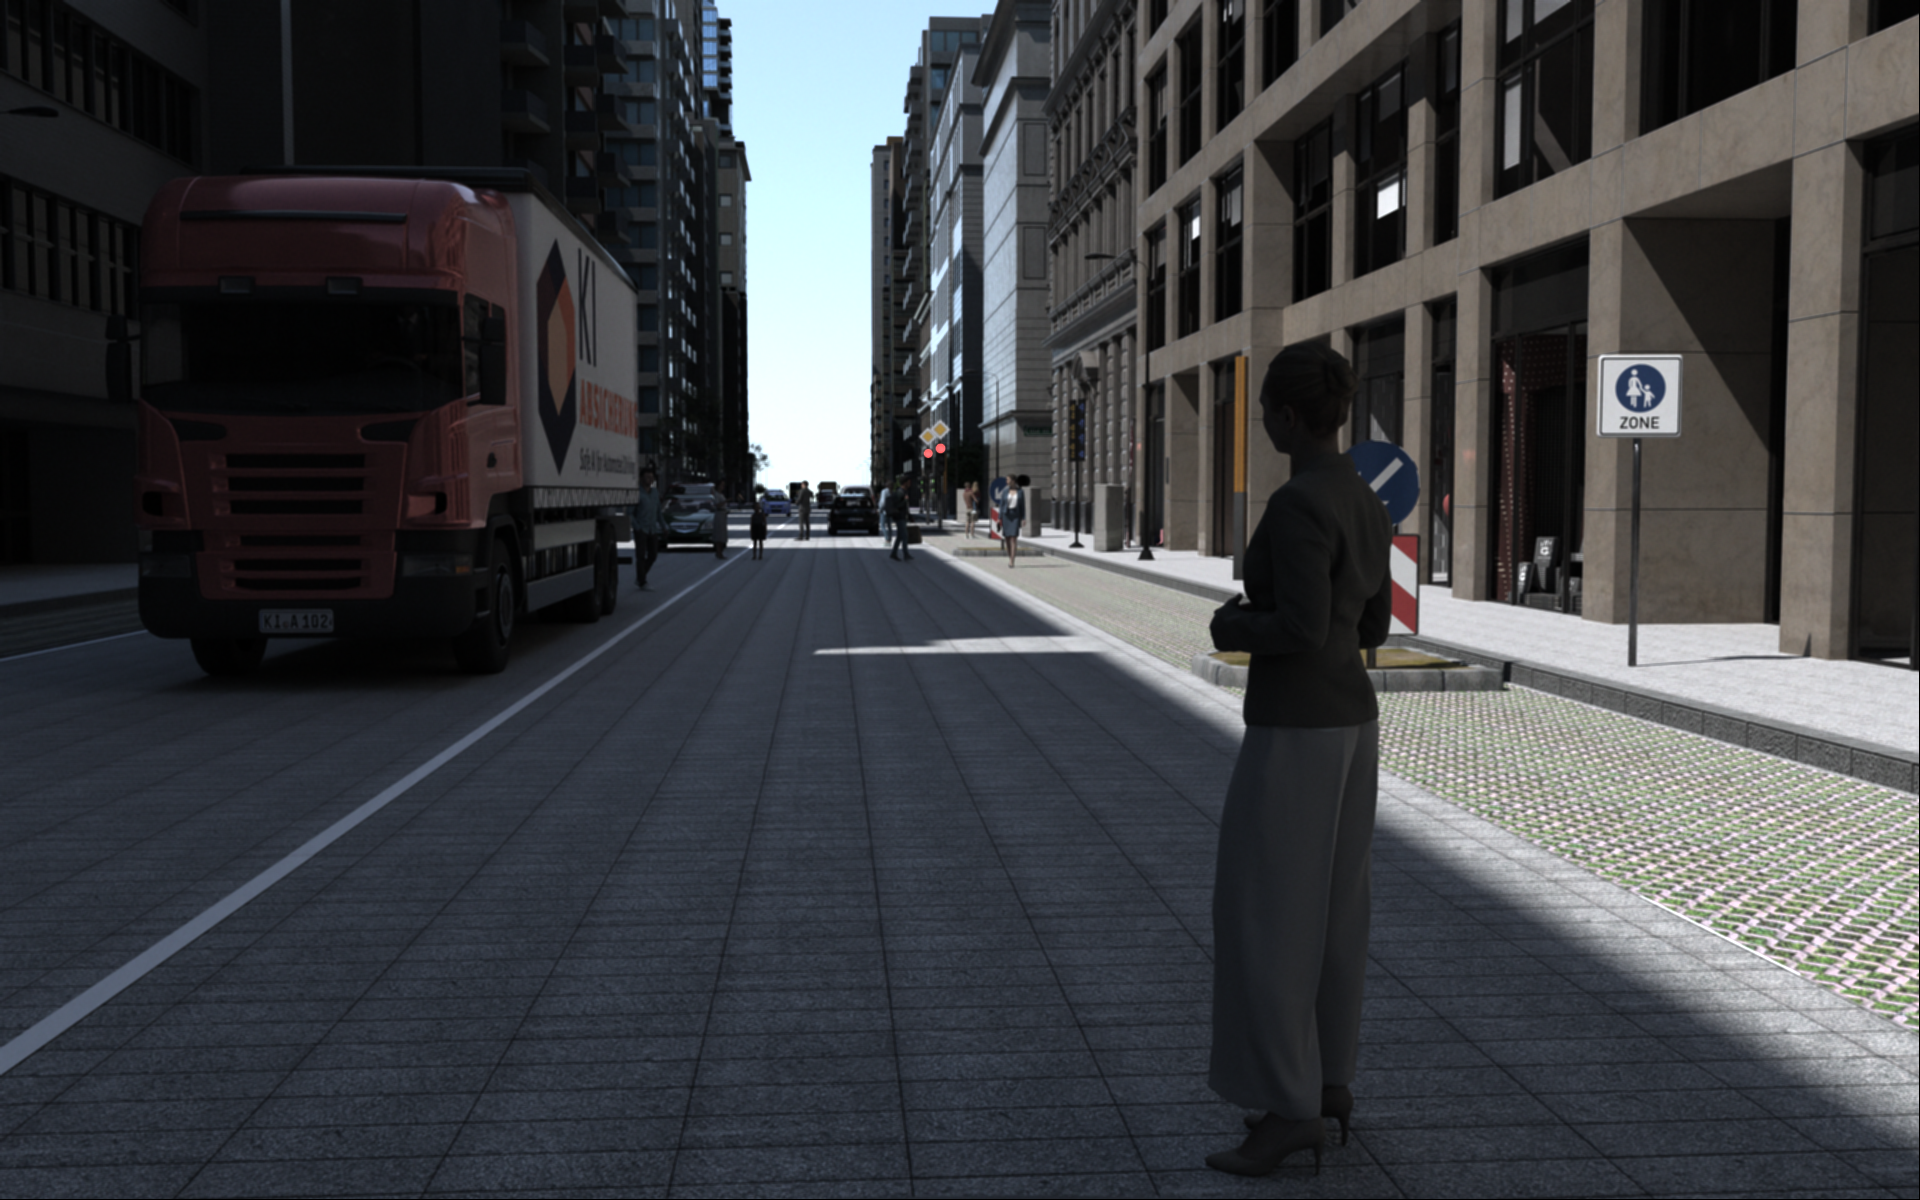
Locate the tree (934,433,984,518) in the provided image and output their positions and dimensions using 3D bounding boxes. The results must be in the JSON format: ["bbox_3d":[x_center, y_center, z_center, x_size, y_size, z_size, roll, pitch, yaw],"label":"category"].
[{"bbox_3d":[0.371,-6.651,92.462,4.285,4.588,4.351,0,3,0],"label":"tree"}]

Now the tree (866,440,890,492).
[{"bbox_3d":[-10.515,-17.253,232.441,4.360,8.622,3.978,0,3,0],"label":"tree"}]

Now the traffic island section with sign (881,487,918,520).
[{"bbox_3d":[-3.368,-5.315,95.531,1.989,1.847,2.006,0,4,-4],"label":"traffic island section with sign"}]

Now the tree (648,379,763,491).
[{"bbox_3d":[-21.850,-12.677,141.677,8.767,10.594,7.601,1,4,14],"label":"tree"}]

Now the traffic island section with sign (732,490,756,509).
[{"bbox_3d":[-21.424,-9.911,170.673,1.989,1.847,2.006,0,4,-4],"label":"traffic island section with sign"}]

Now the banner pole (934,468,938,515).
[{"bbox_3d":[-1.431,-7.006,104.568,0.401,3.779,0.863,-1,4,-16],"label":"banner pole"}]

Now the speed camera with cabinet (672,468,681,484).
[{"bbox_3d":[-21.170,-8.477,132.940,0.660,3.252,2.038,3,5,42],"label":"speed camera with cabinet"}]

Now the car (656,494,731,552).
[{"bbox_3d":[-6.954,-2.001,44.522,2.131,1.459,4.920,0,4,-6],"label":"car"}]

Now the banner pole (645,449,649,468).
[{"bbox_3d":[-17.548,-6.563,97.323,0.401,3.779,0.863,0,4,1],"label":"banner pole"}]

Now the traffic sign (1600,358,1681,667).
[{"bbox_3d":[5.003,-0.654,12.823,0.606,2.300,0.079,0,4,3],"label":"traffic sign"}]

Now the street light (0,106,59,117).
[{"bbox_3d":[-11.479,-2.954,20.836,1.470,5.913,1.316,0,4,-4],"label":"street light"}]

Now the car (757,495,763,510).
[{"bbox_3d":[-17.341,-8.841,156.904,2.083,1.381,4.827,0,4,-5],"label":"car"}]

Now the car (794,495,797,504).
[{"bbox_3d":[-22.256,-14.303,242.656,1.959,1.807,4.718,0,4,-3],"label":"car"}]

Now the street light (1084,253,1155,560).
[{"bbox_3d":[3.090,-3.731,33.538,1.470,5.913,1.316,0,4,-4],"label":"street light"}]

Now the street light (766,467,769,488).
[{"bbox_3d":[-32.242,-19.637,293.601,1.470,5.913,1.316,0,4,-4],"label":"street light"}]

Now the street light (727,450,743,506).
[{"bbox_3d":[-23.554,-12.696,180.115,1.470,5.913,1.316,0,4,-4],"label":"street light"}]

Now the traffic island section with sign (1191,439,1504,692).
[{"bbox_3d":[2.860,-0.290,13.363,1.989,1.847,2.006,0,4,-4],"label":"traffic island section with sign"}]

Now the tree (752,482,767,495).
[{"bbox_3d":[-29.823,-16.015,256.446,1.663,3.219,1.824,0,3,0],"label":"tree"}]

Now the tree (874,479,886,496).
[{"bbox_3d":[-9.906,-13.477,214.950,1.663,3.219,1.824,0,3,0],"label":"tree"}]

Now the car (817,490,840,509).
[{"bbox_3d":[-12.684,-9.718,167.565,2.281,1.827,5.304,0,4,-3],"label":"car"}]

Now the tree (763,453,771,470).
[{"bbox_3d":[-28.160,-17.496,220.474,8.767,10.594,7.601,-1,4,-16],"label":"tree"}]

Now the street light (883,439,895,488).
[{"bbox_3d":[-5.575,-10.678,147.130,1.470,5.913,1.316,0,4,-4],"label":"street light"}]

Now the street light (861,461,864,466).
[{"bbox_3d":[-12.892,-16.590,243.779,1.470,5.913,1.316,0,4,-4],"label":"street light"}]

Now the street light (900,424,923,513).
[{"bbox_3d":[-3.128,-8.753,115.650,1.470,5.913,1.316,0,4,-4],"label":"street light"}]

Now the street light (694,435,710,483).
[{"bbox_3d":[-20.211,-9.972,135.583,1.470,5.913,1.316,0,4,-4],"label":"street light"}]

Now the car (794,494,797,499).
[{"bbox_3d":[-25.309,-16.140,273.680,2.009,1.686,4.222,0,4,-3],"label":"car"}]

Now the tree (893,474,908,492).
[{"bbox_3d":[-5.202,-9.809,154.975,1.663,3.219,1.824,0,3,0],"label":"tree"}]

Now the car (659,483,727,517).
[{"bbox_3d":[-8.905,-2.984,57.468,2.281,1.827,5.304,0,4,-2],"label":"car"}]

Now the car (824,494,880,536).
[{"bbox_3d":[-3.785,-3.146,61.228,2.009,1.686,4.222,0,4,-6],"label":"car"}]

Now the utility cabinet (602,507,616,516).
[{"bbox_3d":[-16.237,-4.217,80.110,0.306,1.237,1.020,1,4,10],"label":"utility cabinet"}]

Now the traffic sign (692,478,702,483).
[{"bbox_3d":[-20.347,-8.200,134.180,0.768,2.556,0.104,0,4,3],"label":"traffic sign"}]

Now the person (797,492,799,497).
[{"bbox_3d":[-22.080,-13.859,236.016,0.541,1.710,0.530,-3,5,-44],"label":"person"}]

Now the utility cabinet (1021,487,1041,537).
[{"bbox_3d":[2.134,-2.623,51.557,0.318,1.500,1.173,1,4,18],"label":"utility cabinet"}]

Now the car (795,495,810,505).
[{"bbox_3d":[-20.148,-13.023,222.714,2.009,1.686,4.222,0,4,-3],"label":"car"}]

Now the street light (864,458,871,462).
[{"bbox_3d":[-11.320,-15.390,224.162,1.470,5.913,1.316,0,4,-4],"label":"street light"}]

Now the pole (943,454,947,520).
[{"bbox_3d":[-0.766,-5.717,87.310,0.158,3.312,0.155,0,3,0],"label":"pole"}]

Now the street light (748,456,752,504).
[{"bbox_3d":[-26.051,-14.614,211.480,1.470,5.913,1.316,0,4,-4],"label":"street light"}]

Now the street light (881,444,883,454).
[{"bbox_3d":[-6.652,-11.519,160.882,1.470,5.913,1.316,0,4,-4],"label":"street light"}]

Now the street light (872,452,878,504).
[{"bbox_3d":[-8.923,-13.471,192.789,1.470,5.913,1.316,0,4,-4],"label":"street light"}]

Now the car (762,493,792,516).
[{"bbox_3d":[-11.841,-6.285,112.342,1.945,1.707,3.694,0,4,-4],"label":"car"}]

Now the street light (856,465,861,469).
[{"bbox_3d":[-17.713,-20.460,307.061,1.470,5.913,1.316,0,4,-4],"label":"street light"}]

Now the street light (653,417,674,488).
[{"bbox_3d":[-17.863,-8.041,104.015,1.470,5.913,1.316,0,4,-4],"label":"street light"}]

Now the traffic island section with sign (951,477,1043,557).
[{"bbox_3d":[0.824,-1.935,40.272,1.989,1.847,2.006,0,4,-4],"label":"traffic island section with sign"}]

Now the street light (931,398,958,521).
[{"bbox_3d":[-0.697,-6.810,83.883,1.470,5.913,1.316,0,4,-4],"label":"street light"}]

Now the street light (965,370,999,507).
[{"bbox_3d":[0.865,-5.650,64.924,1.470,5.913,1.316,0,4,-4],"label":"street light"}]

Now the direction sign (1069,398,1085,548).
[{"bbox_3d":[2.802,-3.027,41.486,0.379,3.537,0.876,-1,4,-20],"label":"direction sign"}]

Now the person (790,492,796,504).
[{"bbox_3d":[-25.243,-15.426,261.427,1.217,1.735,0.721,2,4,34],"label":"person"}]

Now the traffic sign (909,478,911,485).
[{"bbox_3d":[-4.061,-8.001,130.920,0.768,2.556,0.104,0,4,0],"label":"traffic sign"}]

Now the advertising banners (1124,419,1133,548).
[{"bbox_3d":[4.020,-2.754,41.221,0.090,3.025,2.074,0,4,2],"label":"advertising banners"}]

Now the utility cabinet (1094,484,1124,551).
[{"bbox_3d":[3.348,-1.842,38.795,0.318,1.500,1.173,2,4,24],"label":"utility cabinet"}]

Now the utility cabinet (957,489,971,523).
[{"bbox_3d":[0.223,-4.046,74.830,0.318,1.500,1.173,-1,4,-21],"label":"utility cabinet"}]

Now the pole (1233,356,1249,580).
[{"bbox_3d":[4.178,-1.952,25.753,0.158,3.312,0.155,0,3,0],"label":"pole"}]

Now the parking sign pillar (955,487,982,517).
[{"bbox_3d":[0.473,-6.587,96.167,1.447,3.967,1.447,-2,4,-34],"label":"parking sign pillar"}]

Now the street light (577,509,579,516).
[{"bbox_3d":[-15.475,-6.113,72.487,1.470,5.913,1.316,0,4,-4],"label":"street light"}]
